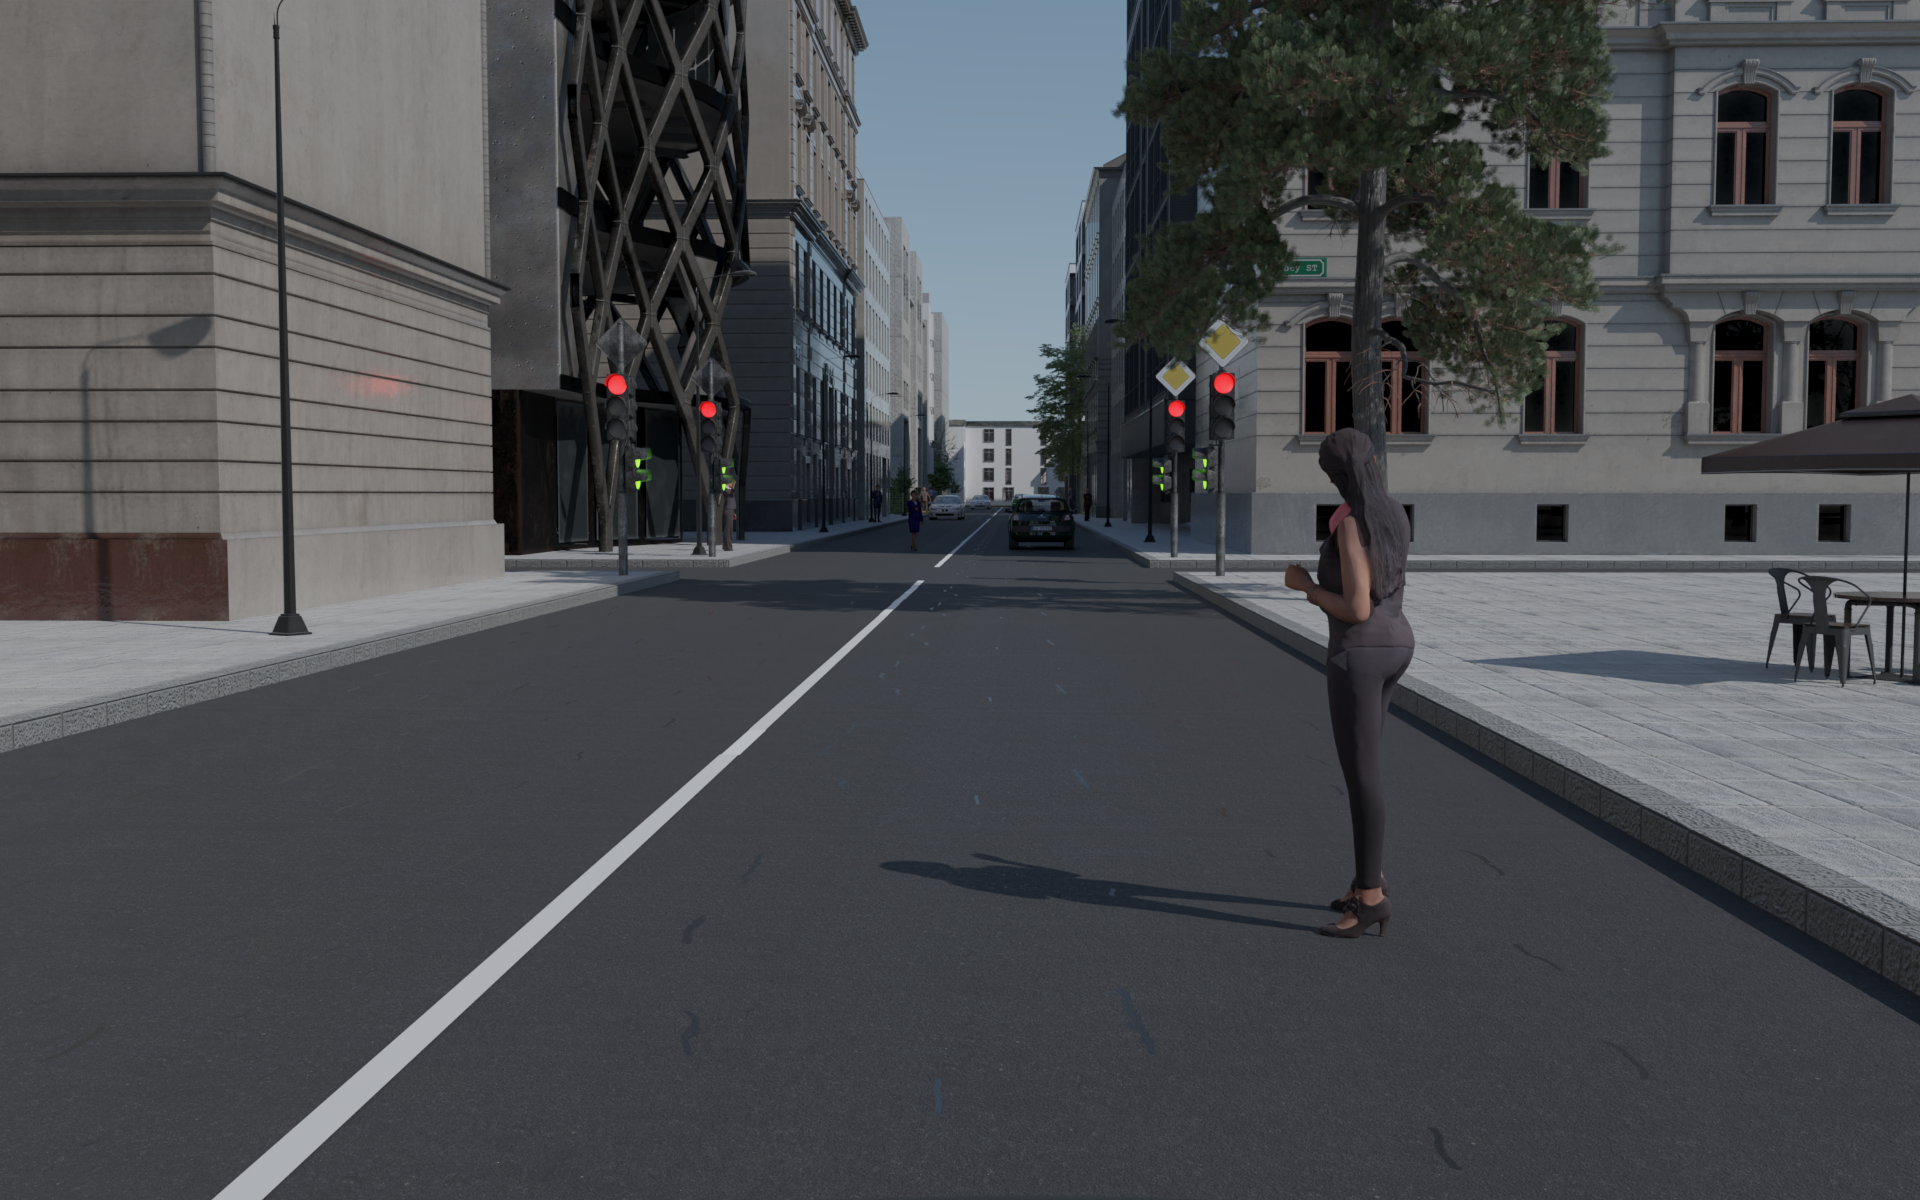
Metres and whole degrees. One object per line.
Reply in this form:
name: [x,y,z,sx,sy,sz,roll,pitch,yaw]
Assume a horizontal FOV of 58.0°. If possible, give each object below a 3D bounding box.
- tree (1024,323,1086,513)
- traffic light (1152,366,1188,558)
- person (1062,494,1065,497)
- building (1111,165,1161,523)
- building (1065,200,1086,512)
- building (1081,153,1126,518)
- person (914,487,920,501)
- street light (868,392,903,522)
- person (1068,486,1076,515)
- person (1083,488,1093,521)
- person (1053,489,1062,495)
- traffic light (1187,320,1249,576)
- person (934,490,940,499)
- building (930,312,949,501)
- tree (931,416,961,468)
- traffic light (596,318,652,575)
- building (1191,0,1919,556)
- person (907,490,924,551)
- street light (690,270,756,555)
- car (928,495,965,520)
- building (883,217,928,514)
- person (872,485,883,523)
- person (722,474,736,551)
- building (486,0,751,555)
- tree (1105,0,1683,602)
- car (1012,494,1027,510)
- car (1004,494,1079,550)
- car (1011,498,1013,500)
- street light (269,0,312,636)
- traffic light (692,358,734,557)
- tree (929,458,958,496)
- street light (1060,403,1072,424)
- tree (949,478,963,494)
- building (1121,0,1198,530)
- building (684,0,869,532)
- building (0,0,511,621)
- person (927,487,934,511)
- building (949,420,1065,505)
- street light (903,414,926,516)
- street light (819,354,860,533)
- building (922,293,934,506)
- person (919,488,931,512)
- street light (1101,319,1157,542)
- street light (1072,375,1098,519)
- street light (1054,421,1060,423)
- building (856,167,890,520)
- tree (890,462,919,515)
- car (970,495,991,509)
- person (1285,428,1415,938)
tree: [8.038,-12.005,114.411,7.486,12.596,7.792,0,3,0]
traffic light: [4.315,-2.796,34.954,0.839,4.213,0.868,0,4,2]
person: [11.144,-11.040,189.529,0.617,1.759,0.750,2,4,32]
building: [12.942,-13.972,83.195,10.420,20.320,16.860,0,4,2]
building: [22.942,-17.891,136.487,27.936,21.610,32.646,0,4,2]
building: [12.226,-15.388,100.738,9.793,20.994,18.267,0,4,2]
person: [-2.713,-6.470,112.619,0.721,1.735,1.217,0,4,3]
street light: [-3.510,-6.518,79.105,1.470,5.913,1.316,0,4,2]
person: [6.976,-6.209,108.012,0.683,1.767,0.568,2,4,33]
person: [6.060,-4.498,81.854,0.482,1.546,0.388,-1,4,-15]
person: [9.665,-9.835,167.519,0.621,1.740,0.551,2,4,24]
traffic light: [4.052,-2.308,26.974,0.839,4.213,0.868,0,4,2]
person: [-2.299,-9.647,163.759,1.348,1.826,0.705,-1,4,-23]
building: [-17.206,-19.015,177.349,31.486,18.905,16.747,0,4,2]
tree: [-2.202,-13.080,164.226,4.360,8.622,3.978,0,3,0]
traffic light: [-5.305,-2.325,27.265,0.839,4.213,0.868,0,4,2]
building: [17.459,-15.540,41.476,23.554,28.519,14.401,0,4,2]
person: [-1.088,-2.014,43.799,0.546,1.535,0.453,3,5,43]
street light: [-4.926,-3.890,36.141,1.470,5.913,1.316,0,4,2]
car: [-0.717,-5.198,97.357,2.083,1.381,4.827,0,4,3]
building: [-11.562,-15.919,126.732,16.747,18.905,31.486,0,4,2]
person: [-3.731,-4.347,78.041,0.541,1.710,0.530,-2,4,-23]
person: [-5.117,-1.965,38.969,0.445,1.727,0.742,-3,4,-36]
building: [-14.050,-10.803,44.085,16.820,18.784,16.811,0,4,2]
tree: [4.836,-6.007,20.268,6.751,12.117,7.091,0,3,0]
car: [5.705,-9.189,159.034,1.959,1.807,4.718,0,4,4]
car: [2.159,-2.212,45.953,2.009,1.686,4.222,0,4,2]
car: [6.196,-10.011,175.472,2.131,1.459,4.920,0,4,3]
street light: [-5.567,-2.633,15.595,1.470,5.913,1.316,0,4,2]
traffic light: [-5.041,-2.814,35.246,0.839,4.213,0.868,0,4,2]
tree: [-1.865,-10.632,157.541,4.285,4.588,4.351,0,3,0]
street light: [5.994,-7.101,88.640,1.470,5.913,1.316,0,4,2]
tree: [-0.628,-11.782,187.237,1.663,3.219,1.824,0,3,0]
building: [13.612,-16.418,61.947,14.314,27.812,24.014,0,4,2]
building: [-10.915,-16.696,70.237,12.463,27.353,25.104,0,4,2]
building: [-16.281,-9.618,21.883,19.286,19.102,10.561,0,4,2]
person: [-2.337,-7.878,134.711,0.709,1.838,0.599,-1,4,-22]
building: [0.647,-15.745,199.584,28.070,9.664,9.099,0,4,2]
street light: [-2.699,-7.829,100.544,1.470,5.913,1.316,0,4,2]
street light: [-4.012,-5.207,57.670,1.470,5.913,1.316,0,4,2]
building: [-10.199,-17.837,148.054,16.016,20.091,11.380,0,4,2]
person: [-2.534,-7.179,123.969,0.990,1.755,0.434,-1,4,-14]
street light: [4.519,-4.492,45.984,1.470,5.913,1.316,0,4,2]
street light: [5.236,-5.806,67.473,1.470,5.913,1.316,0,4,2]
street light: [6.622,-8.398,109.850,1.470,5.913,1.316,0,4,2]
building: [-9.533,-14.529,92.298,10.420,20.320,16.860,0,4,2]
tree: [-3.634,-6.782,105.493,1.663,3.219,1.824,0,3,0]
car: [1.969,-9.364,165.470,2.083,1.381,4.827,0,4,3]
person: [1.272,0.260,5.714,0.415,1.643,0.593,0,4,-7]
